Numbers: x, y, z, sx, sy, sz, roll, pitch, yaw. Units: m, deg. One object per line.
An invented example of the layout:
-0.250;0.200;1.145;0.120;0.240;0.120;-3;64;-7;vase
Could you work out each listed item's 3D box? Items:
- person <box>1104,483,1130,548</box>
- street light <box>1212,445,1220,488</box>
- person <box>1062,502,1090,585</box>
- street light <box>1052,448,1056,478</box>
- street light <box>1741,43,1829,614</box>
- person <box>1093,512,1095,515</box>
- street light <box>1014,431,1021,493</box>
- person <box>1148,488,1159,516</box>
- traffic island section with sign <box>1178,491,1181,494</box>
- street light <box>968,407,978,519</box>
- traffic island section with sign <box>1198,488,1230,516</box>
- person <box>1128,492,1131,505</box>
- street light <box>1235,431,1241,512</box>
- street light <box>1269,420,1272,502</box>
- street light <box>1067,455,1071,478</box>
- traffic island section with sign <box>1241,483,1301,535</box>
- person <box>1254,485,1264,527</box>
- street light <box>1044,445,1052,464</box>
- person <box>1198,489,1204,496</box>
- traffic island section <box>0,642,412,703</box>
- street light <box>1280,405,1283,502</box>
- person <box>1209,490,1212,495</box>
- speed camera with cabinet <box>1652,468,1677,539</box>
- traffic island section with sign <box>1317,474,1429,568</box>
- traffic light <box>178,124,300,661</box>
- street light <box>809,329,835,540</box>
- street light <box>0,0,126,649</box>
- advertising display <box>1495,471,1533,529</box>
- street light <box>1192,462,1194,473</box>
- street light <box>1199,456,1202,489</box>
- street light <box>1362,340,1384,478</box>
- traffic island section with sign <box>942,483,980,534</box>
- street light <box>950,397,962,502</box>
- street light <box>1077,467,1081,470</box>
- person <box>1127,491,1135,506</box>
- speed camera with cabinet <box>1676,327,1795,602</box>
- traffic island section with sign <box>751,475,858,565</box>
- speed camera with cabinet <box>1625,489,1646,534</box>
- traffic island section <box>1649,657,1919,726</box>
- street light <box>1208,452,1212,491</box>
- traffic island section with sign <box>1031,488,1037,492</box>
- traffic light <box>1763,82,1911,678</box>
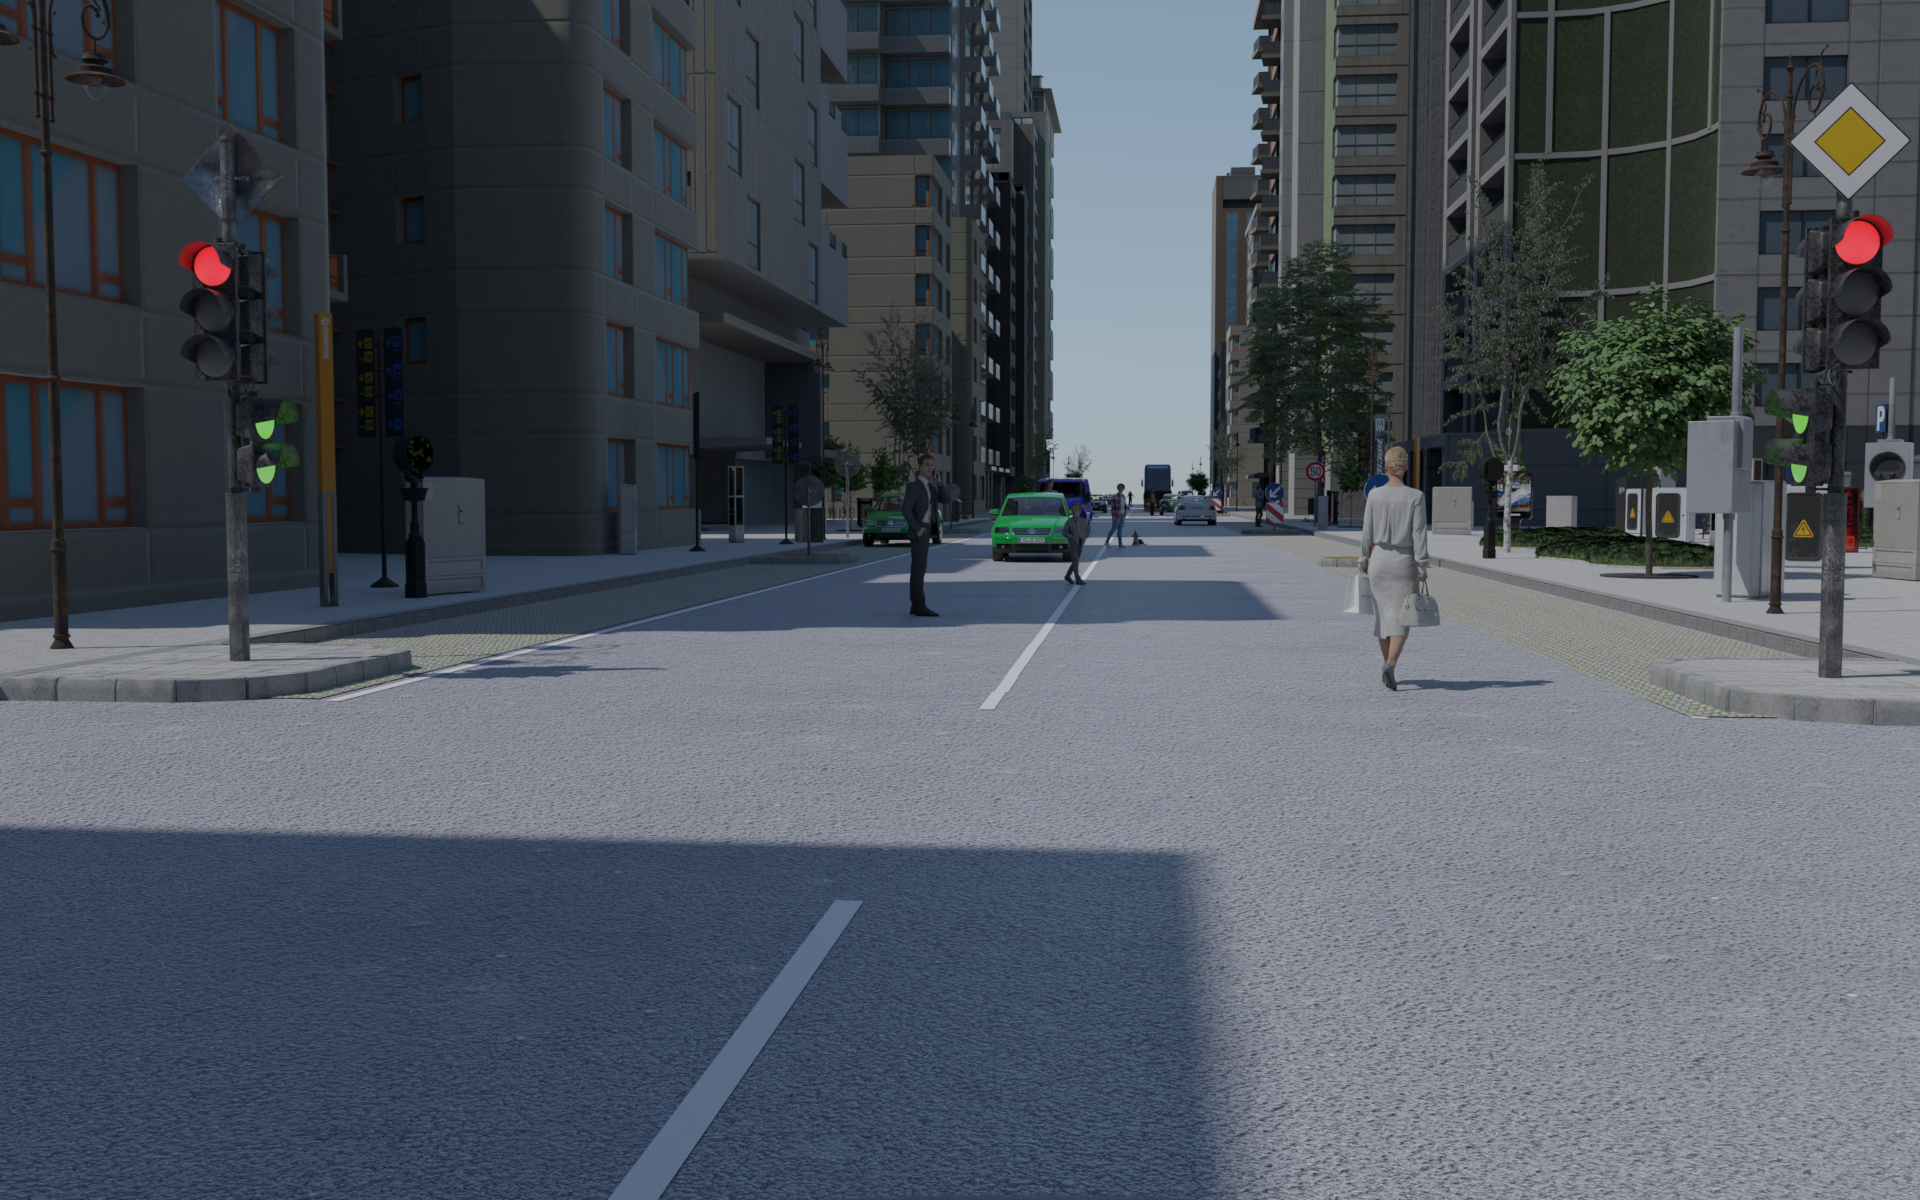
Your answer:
4.220;-2.262;46.328;0.643;1.720;0.563;3;5;44;person
23.950;-11.506;160.902;0.468;5.910;1.993;0;4;6;street light
1.845;-0.892;27.362;0.475;1.303;0.640;-2;4;-34;person
9.286;-12.214;172.492;0.468;5.910;1.993;0;4;6;street light
8.747;-2.790;18.409;0.468;5.910;1.993;0;4;6;street light
6.075;-4.336;84.891;1.012;1.151;0.738;1;4;16;person
4.168;-9.280;124.516;0.468;5.910;1.993;0;4;6;street light
12.765;-6.486;114.646;0.705;1.812;1.348;3;4;37;person
27.918;-12.961;220.536;1.989;1.847;2.006;0;4;6;traffic island section with sign
0.678;-7.200;90.509;0.468;5.910;1.993;0;4;6;street light
16.285;-6.263;111.030;1.989;1.847;2.006;0;4;6;traffic island section with sign
23.033;-13.802;234.878;0.721;1.735;1.217;0;4;-6;person
20.365;-9.446;127.227;0.468;5.910;1.993;0;4;6;street light
16.793;-7.386;93.550;0.468;5.910;1.993;0;4;6;street light
12.922;-14.274;206.162;0.468;5.910;1.993;0;4;6;street light
11.052;-3.248;61.728;1.989;1.847;2.006;0;4;6;traffic island section with sign
12.925;-4.044;74.798;0.473;1.802;0.592;1;4;23;person
7.862;-11.354;158.430;0.468;5.910;1.993;0;4;6;street light
18.338;-7.584;132.515;1.348;1.822;0.705;-3;4;-38;person
-5.567;0.546;13.356;2.009;0.180;2.903;0;4;6;traffic island section
15.987;-6.935;86.172;0.468;5.910;1.993;0;4;6;street light
18.333;-7.145;126.266;0.436;1.711;0.756;0;4;1;person
19.277;-3.127;45.459;2.038;3.252;0.660;3;5;41;speed camera with cabinet
8.152;-1.576;34.388;1.989;1.847;2.006;0;4;6;traffic island section with sign
-5.529;-1.486;13.217;0.839;4.253;0.868;0;4;6;traffic light
-3.856;-4.645;48.733;0.468;5.910;1.993;0;4;6;street light
-7.462;-2.534;14.212;0.468;5.910;1.993;0;4;6;street light
15.318;-2.611;47.900;0.974;1.923;0.123;2;4;28;advertising display
32.851;-16.626;244.618;0.468;5.910;1.993;0;4;6;street light
29.134;-14.502;209.889;0.468;5.910;1.993;0;4;6;street light
12.383;-4.850;52.079;0.468;5.910;1.993;0;4;6;street light
-0.302;-3.322;62.939;1.989;1.847;2.006;0;4;6;traffic island section with sign
-0.212;-6.704;82.402;0.468;5.910;1.993;0;4;6;street light
16.477;-16.343;239.993;0.468;5.910;1.993;0;4;6;street light
20.648;-12.300;209.745;1.348;1.807;0.705;3;5;40;person
9.546;-1.646;21.255;0.660;3.252;2.038;3;5;42;speed camera with cabinet
-3.174;-1.671;35.947;1.989;1.847;2.006;0;4;6;traffic island section with sign
21.985;-3.719;55.142;0.660;3.252;2.038;0;4;-8;speed camera with cabinet
6.108;0.622;12.116;2.009;0.180;2.903;0;4;6;traffic island section
25.517;-12.442;176.217;0.468;5.910;1.993;0;4;6;street light
4.964;-6.352;112.479;1.989;1.847;2.006;0;4;6;traffic island section with sign
6.069;-1.412;12.006;0.839;4.253;0.868;0;4;6;traffic light
